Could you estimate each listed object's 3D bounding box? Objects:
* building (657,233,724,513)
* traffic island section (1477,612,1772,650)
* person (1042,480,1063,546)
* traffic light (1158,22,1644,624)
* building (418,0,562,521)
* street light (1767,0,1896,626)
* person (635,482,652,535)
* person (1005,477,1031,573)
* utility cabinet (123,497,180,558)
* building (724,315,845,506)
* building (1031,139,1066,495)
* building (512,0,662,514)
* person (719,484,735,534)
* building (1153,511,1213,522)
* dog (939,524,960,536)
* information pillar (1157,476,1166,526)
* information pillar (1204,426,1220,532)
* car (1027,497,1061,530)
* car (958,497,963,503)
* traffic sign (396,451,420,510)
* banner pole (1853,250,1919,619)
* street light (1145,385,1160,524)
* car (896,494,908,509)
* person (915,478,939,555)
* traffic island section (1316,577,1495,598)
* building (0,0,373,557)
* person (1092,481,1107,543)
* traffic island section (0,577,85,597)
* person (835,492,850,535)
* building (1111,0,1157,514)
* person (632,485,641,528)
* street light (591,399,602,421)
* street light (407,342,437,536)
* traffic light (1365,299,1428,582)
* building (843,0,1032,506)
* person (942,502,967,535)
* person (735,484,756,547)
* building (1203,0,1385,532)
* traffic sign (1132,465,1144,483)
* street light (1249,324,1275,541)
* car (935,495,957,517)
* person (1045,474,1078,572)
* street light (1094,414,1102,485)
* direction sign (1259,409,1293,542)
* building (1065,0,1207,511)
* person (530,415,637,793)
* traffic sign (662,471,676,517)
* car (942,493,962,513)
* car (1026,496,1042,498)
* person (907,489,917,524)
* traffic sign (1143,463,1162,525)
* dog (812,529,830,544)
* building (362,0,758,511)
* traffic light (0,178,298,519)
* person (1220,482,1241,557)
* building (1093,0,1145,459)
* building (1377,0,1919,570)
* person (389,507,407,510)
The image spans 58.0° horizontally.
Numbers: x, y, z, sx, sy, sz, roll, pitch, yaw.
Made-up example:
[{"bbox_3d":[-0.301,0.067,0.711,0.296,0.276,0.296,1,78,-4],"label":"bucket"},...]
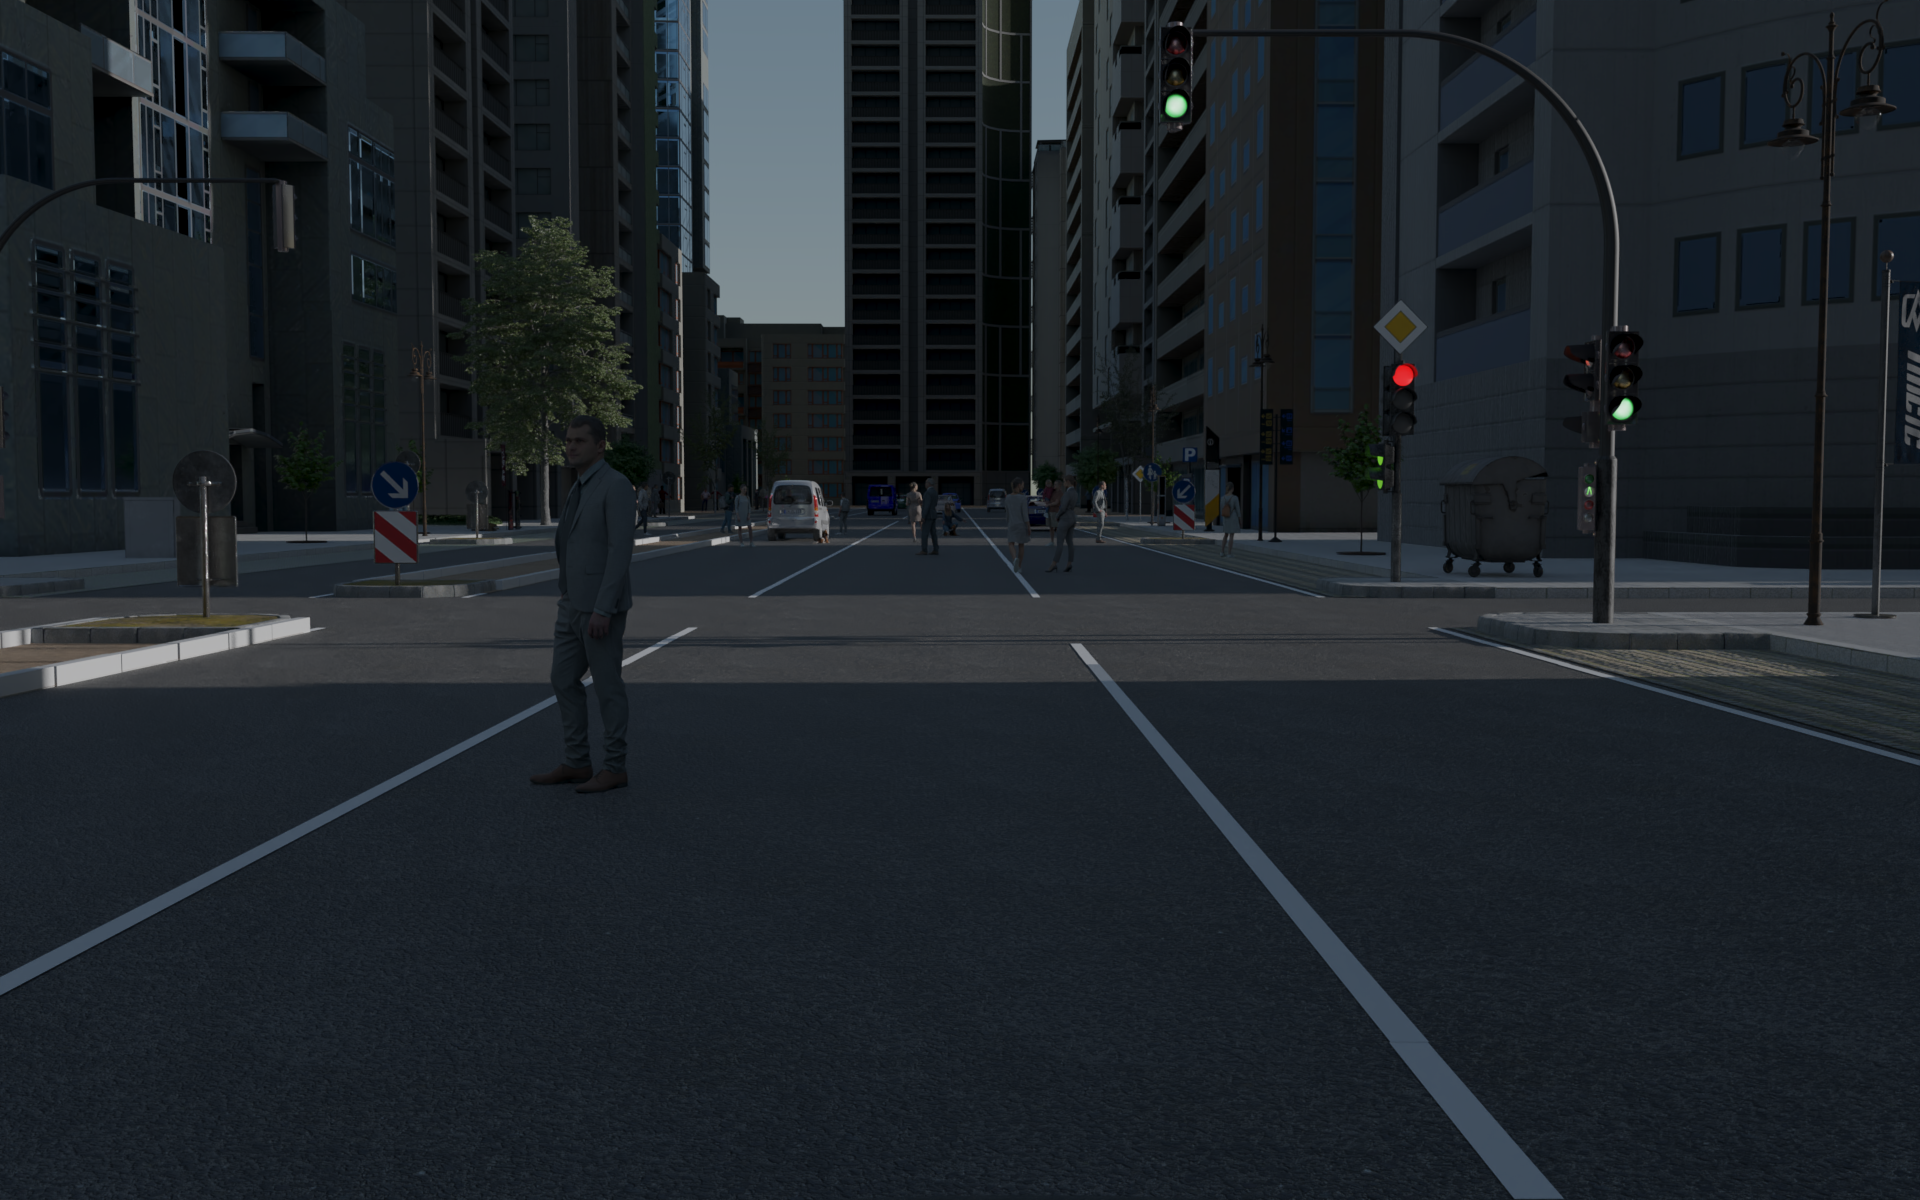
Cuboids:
[{"bbox_3d":[-33.640,-17.397,129.476,27.650,21.520,28.899,0,4,0],"label":"building"},{"bbox_3d":[6.419,0.306,17.275,2.009,0.180,2.903,0,4,0],"label":"traffic island section"},{"bbox_3d":[2.542,-2.386,47.490,0.580,1.828,0.573,0,4,2],"label":"person"},{"bbox_3d":[4.287,-2.590,17.008,4.771,5.953,1.251,0,4,0],"label":"traffic light"},{"bbox_3d":[-31.224,-39.543,84.772,20.563,71.187,20.611,0,4,0],"label":"building"},{"bbox_3d":[8.365,-2.691,16.793,0.468,5.910,1.993,0,4,0],"label":"street light"},{"bbox_3d":[-11.071,-3.167,60.131,0.795,1.843,0.661,0,4,5],"label":"person"},{"bbox_3d":[1.056,-1.349,31.310,0.466,1.731,0.760,0,4,-5],"label":"person"},{"bbox_3d":[-16.248,-1.450,34.865,1.020,1.237,0.306,0,4,1],"label":"utility cabinet"},{"bbox_3d":[-27.026,-21.773,201.020,28.899,21.520,27.650,0,4,0],"label":"building"},{"bbox_3d":[15.258,-31.190,193.542,14.086,41.232,14.154,0,4,0],"label":"building"},{"bbox_3d":[-26.717,-25.878,106.707,14.154,41.232,14.086,0,4,0],"label":"building"},{"bbox_3d":[-8.282,-3.252,62.010,0.721,1.781,0.623,-1,4,-22],"label":"person"},{"bbox_3d":[21.971,-28.455,88.942,21.300,48.544,21.600,0,4,0],"label":"building"},{"bbox_3d":[-0.388,-2.388,59.233,0.748,0.427,0.550,0,4,2],"label":"dog"},{"bbox_3d":[8.041,-3.952,69.105,0.304,2.012,0.304,0,4,-4],"label":"information pillar"},{"bbox_3d":[8.631,-4.158,59.336,0.504,3.616,0.183,-1,4,-11],"label":"information pillar"},{"bbox_3d":[3.172,-3.379,67.826,1.945,1.354,3.894,0,4,0],"label":"car"},{"bbox_3d":[-0.836,-8.402,149.173,2.131,1.459,4.920,0,4,0],"label":"car"},{"bbox_3d":[-16.176,-3.097,50.739,0.768,2.556,0.104,0,4,7],"label":"traffic sign"},{"bbox_3d":[9.735,-1.707,17.928,0.863,3.779,0.401,-1,4,-11],"label":"banner pole"},{"bbox_3d":[8.164,-6.158,73.470,0.468,5.910,1.993,0,4,0],"label":"street light"},{"bbox_3d":[-4.993,-8.331,148.002,2.131,1.459,4.920,0,4,0],"label":"car"},{"bbox_3d":[-0.793,-1.966,40.814,0.590,1.801,0.661,1,4,21],"label":"person"},{"bbox_3d":[6.375,-0.182,25.260,2.009,0.180,2.903,0,4,0],"label":"traffic island section"},{"bbox_3d":[-30.448,-44.980,48.092,22.319,86.520,31.000,0,4,0],"label":"building"},{"bbox_3d":[4.116,-2.584,50.841,0.391,1.810,0.635,1,4,14],"label":"person"},{"bbox_3d":[-14.166,-0.176,25.152,2.009,0.180,2.903,0,4,0],"label":"traffic island section"},{"bbox_3d":[-4.116,-3.049,60.953,0.523,1.515,0.503,0,4,8],"label":"person"},{"bbox_3d":[21.123,-41.228,112.335,20.563,71.187,20.611,0,4,0],"label":"building"},{"bbox_3d":[-13.822,-3.964,73.511,0.583,1.804,0.606,0,4,7],"label":"person"},{"bbox_3d":[-16.434,-6.487,78.851,0.468,5.910,1.993,0,4,0],"label":"street light"},{"bbox_3d":[-16.319,-4.884,52.640,0.468,5.910,1.993,0,4,0],"label":"street light"},{"bbox_3d":[6.335,-2.216,25.146,0.839,4.253,0.868,0,4,0],"label":"traffic light"},{"bbox_3d":[-2.245,-46.272,194.794,20.611,71.187,20.563,0,4,0],"label":"building"},{"bbox_3d":[-0.266,-2.821,60.117,1.012,1.151,0.738,-1,4,-21],"label":"person"},{"bbox_3d":[-5.861,-2.285,46.867,0.512,1.701,0.522,-2,4,-35],"label":"person"},{"bbox_3d":[16.973,-25.263,63.161,14.600,45.320,14.200,0,4,0],"label":"building"},{"bbox_3d":[8.230,-4.837,78.826,0.795,2.593,0.064,0,4,8],"label":"traffic sign"},{"bbox_3d":[8.225,-4.555,47.259,0.468,5.910,1.993,0,4,0],"label":"street light"},{"bbox_3d":[-1.211,-5.858,108.135,2.083,1.381,4.827,0,4,-1],"label":"car"},{"bbox_3d":[1.865,-1.407,31.787,0.573,1.790,0.520,1,4,10],"label":"person"},{"bbox_3d":[7.967,-7.778,99.951,0.468,5.910,1.993,0,4,0],"label":"street light"},{"bbox_3d":[8.414,-3.310,46.115,0.876,3.537,0.379,0,4,3],"label":"direction sign"},{"bbox_3d":[21.219,-32.909,161.768,21.300,48.544,21.600,0,4,0],"label":"building"},{"bbox_3d":[-1.782,0.011,8.416,0.391,1.810,0.635,-3,5,-43],"label":"person"},{"bbox_3d":[-16.303,-5.927,97.006,0.768,2.556,0.104,0,4,6],"label":"traffic sign"},{"bbox_3d":[-0.806,-7.683,135.205,1.945,1.707,3.694,0,4,-2],"label":"car"},{"bbox_3d":[3.290,-4.025,78.177,2.083,1.381,4.827,0,4,-1],"label":"car"},{"bbox_3d":[-2.294,-4.518,82.553,0.511,1.800,0.466,-1,4,-19],"label":"person"},{"bbox_3d":[7.845,-4.318,70.704,0.768,2.556,0.104,0,4,7],"label":"traffic sign"},{"bbox_3d":[-4.071,-1.854,50.502,0.748,0.427,0.550,-2,4,-29],"label":"dog"},{"bbox_3d":[-35.755,-51.828,160.066,31.000,86.520,22.319,0,4,0],"label":"building"},{"bbox_3d":[-12.035,-3.082,25.064,4.771,5.953,1.251,0,4,0],"label":"traffic light"},{"bbox_3d":[6.078,-1.807,39.054,0.512,1.701,0.522,2,4,31],"label":"person"},{"bbox_3d":[25.016,-33.498,136.928,28.713,52.752,27.495,0,4,0],"label":"building"},{"bbox_3d":[25.584,-30.293,37.297,28.212,58.520,21.231,0,4,0],"label":"building"},{"bbox_3d":[-14.340,-2.063,44.038,0.330,1.601,0.589,2,4,35],"label":"person"}]
